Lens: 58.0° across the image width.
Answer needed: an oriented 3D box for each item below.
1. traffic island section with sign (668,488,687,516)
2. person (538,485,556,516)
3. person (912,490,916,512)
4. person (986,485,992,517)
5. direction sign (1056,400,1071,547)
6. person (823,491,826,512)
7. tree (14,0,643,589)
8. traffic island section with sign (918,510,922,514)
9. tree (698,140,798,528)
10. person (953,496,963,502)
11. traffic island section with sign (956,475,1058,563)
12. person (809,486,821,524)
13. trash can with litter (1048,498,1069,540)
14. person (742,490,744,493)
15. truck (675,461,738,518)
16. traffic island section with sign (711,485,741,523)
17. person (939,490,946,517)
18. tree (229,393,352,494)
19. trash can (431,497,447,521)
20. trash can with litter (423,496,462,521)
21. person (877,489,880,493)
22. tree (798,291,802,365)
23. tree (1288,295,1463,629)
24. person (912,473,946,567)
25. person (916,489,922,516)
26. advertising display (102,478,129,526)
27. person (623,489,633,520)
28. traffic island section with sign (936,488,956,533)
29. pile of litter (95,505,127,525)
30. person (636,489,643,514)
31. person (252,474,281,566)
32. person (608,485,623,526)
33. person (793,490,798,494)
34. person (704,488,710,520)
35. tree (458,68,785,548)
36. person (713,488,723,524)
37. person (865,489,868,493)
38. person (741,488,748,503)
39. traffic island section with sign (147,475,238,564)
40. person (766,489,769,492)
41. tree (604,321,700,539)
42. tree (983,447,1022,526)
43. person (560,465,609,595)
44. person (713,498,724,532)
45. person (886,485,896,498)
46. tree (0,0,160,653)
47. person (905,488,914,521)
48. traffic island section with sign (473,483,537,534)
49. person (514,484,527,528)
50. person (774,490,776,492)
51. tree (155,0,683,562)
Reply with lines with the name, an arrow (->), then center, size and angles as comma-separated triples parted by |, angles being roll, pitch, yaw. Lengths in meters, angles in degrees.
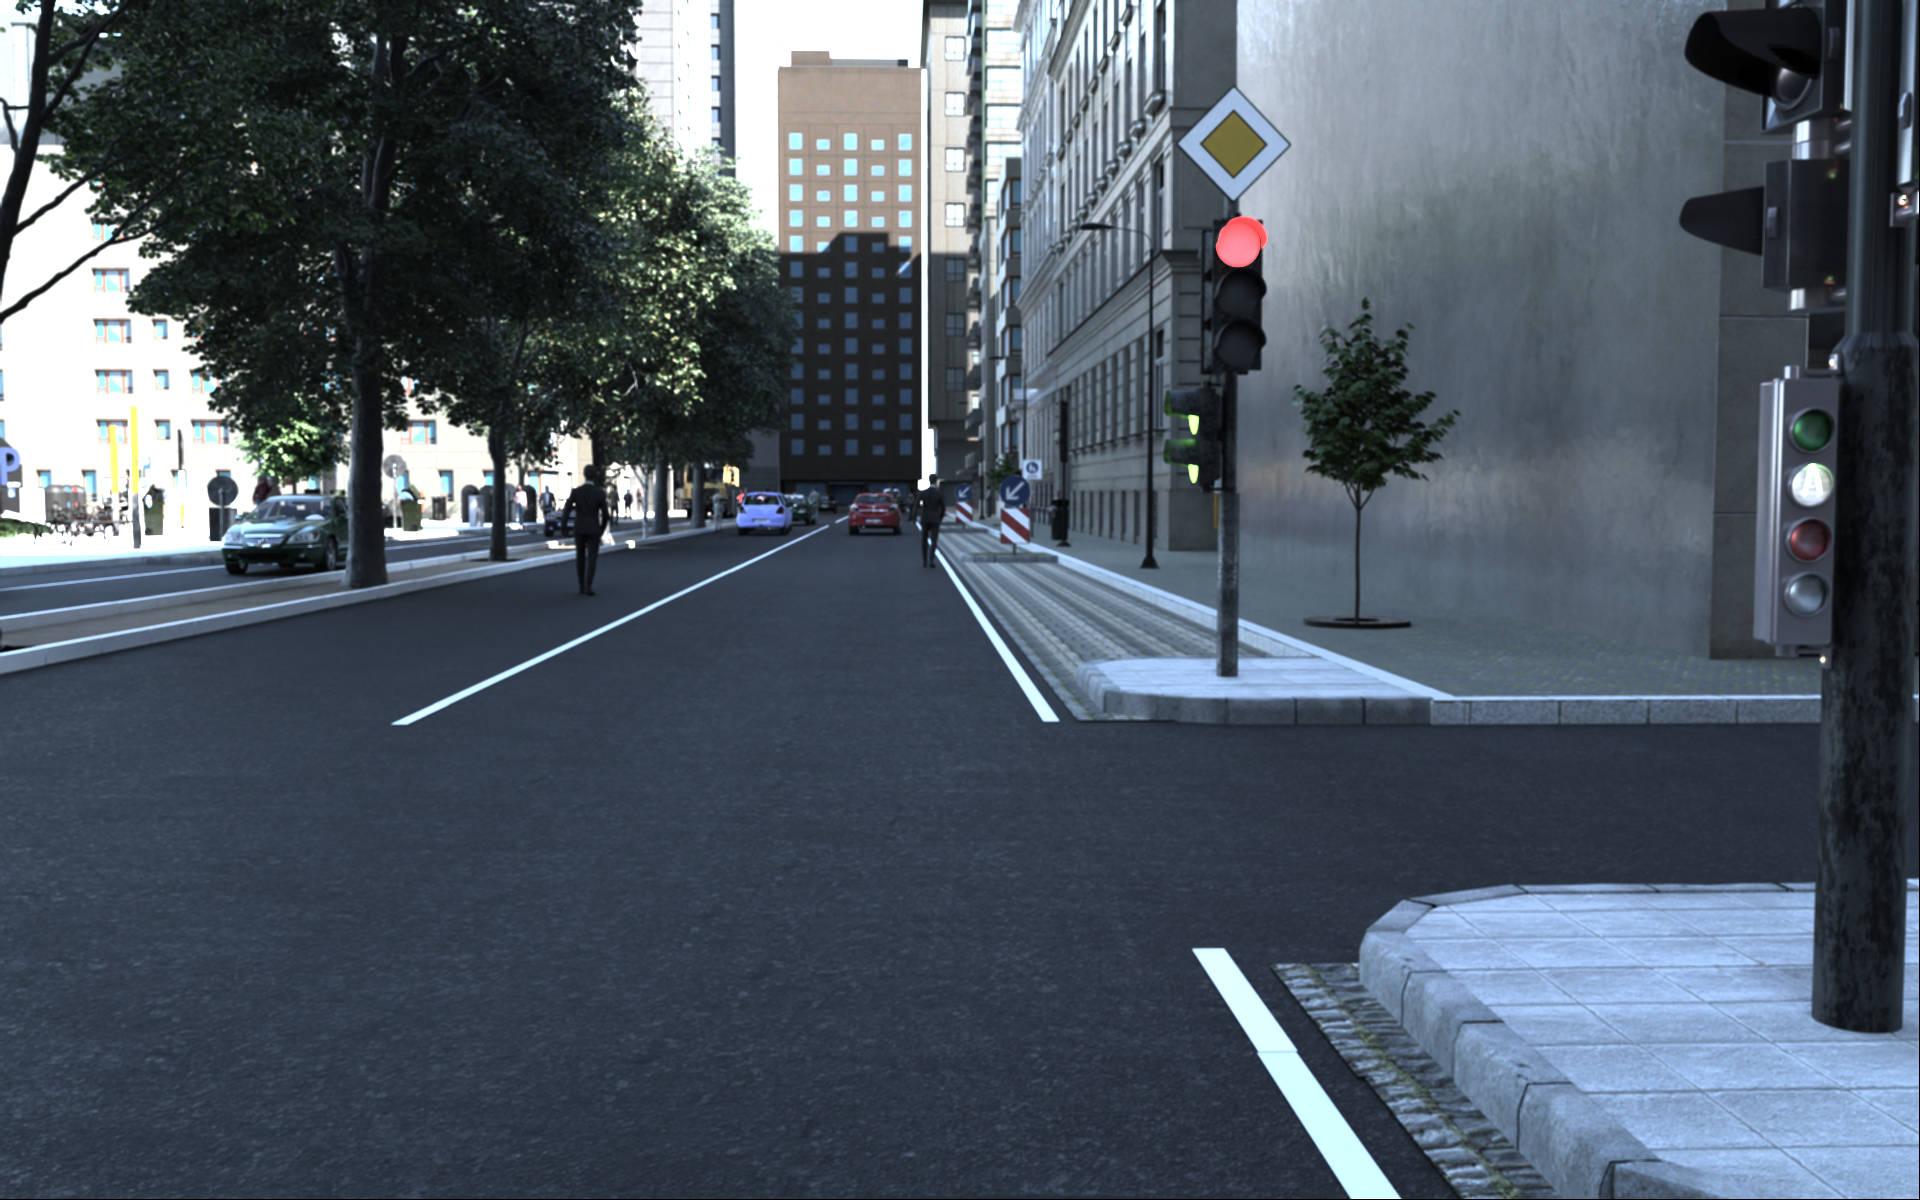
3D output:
traffic island section with sign -> -18.421, -6.445, 113.998 | 1.989, 1.847, 2.006 | 0, 4, -2
person -> -15.663, -3.482, 65.828 | 0.661, 1.777, 0.834 | -1, 4, -22
person -> -3.606, -7.773, 136.386 | 0.742, 1.727, 0.445 | -3, 5, -39
person -> 1.588, -5.539, 96.694 | 0.705, 1.814, 1.350 | 0, 4, 3
direction sign -> 2.541, -3.078, 42.328 | 0.379, 3.537, 0.876 | 1, 4, 13
person -> -10.893, -7.910, 138.740 | 0.541, 1.710, 0.530 | -3, 5, -43
tree -> -9.065, -7.151, 26.026 | 9.857, 13.997, 8.962 | 0, 3, 0
traffic island section with sign -> -1.784, -6.439, 113.906 | 1.989, 1.847, 2.006 | 0, 4, -2
tree -> -10.592, -9.277, 60.787 | 9.857, 13.997, 8.962 | 0, 3, 0
person -> 0.114, -7.080, 122.517 | 1.217, 1.736, 0.721 | -1, 4, -20
traffic island section with sign -> 1.007, -1.723, 36.801 | 1.989, 1.847, 2.006 | 0, 4, -2
person -> -7.104, -4.630, 84.399 | 0.606, 1.804, 0.583 | -2, 4, -28
trash can with litter -> 2.716, -2.278, 48.635 | 0.624, 1.170, 1.055 | 0, 4, -6
person -> -16.875, -7.627, 133.886 | 1.217, 1.739, 0.721 | 2, 4, 28
truck -> -15.026, -6.642, 104.514 | 3.469, 3.379, 9.791 | 0, 4, -3
traffic island section with sign -> -11.364, -4.798, 86.587 | 2.006, 1.907, 1.989 | 0, 4, -2
person -> -1.145, -6.146, 109.900 | 0.530, 1.710, 0.541 | 0, 4, -3
tree -> -19.077, -4.015, 49.359 | 4.285, 4.588, 4.351 | 0, 3, 0
trash can -> -24.411, -4.254, 81.200 | 0.748, 1.137, 0.748 | 0, 3, 0
trash can with litter -> -25.017, -4.412, 83.189 | 1.678, 1.210, 2.233 | -3, 5, -44
person -> -5.612, -6.787, 119.609 | 0.705, 1.807, 1.348 | 0, 4, -1
tree -> -10.907, -9.939, 71.609 | 9.857, 13.997, 8.962 | 0, 3, 0
tree -> 4.028, -1.363, 16.885 | 1.663, 3.219, 1.824 | 0, 3, 0
person -> -0.600, -1.581, 34.129 | 0.659, 1.850, 0.755 | 0, 4, 2
person -> -2.526, -6.239, 110.963 | 0.568, 1.767, 0.683 | 1, 4, 11
advertising display -> -34.077, -3.958, 69.925 | 0.974, 1.923, 0.123 | 0, 4, -7
person -> -18.484, -5.316, 96.337 | 0.541, 1.710, 0.530 | 0, 4, 1
traffic island section with sign -> 0.011, -3.412, 64.420 | 1.989, 1.847, 2.006 | 0, 4, -2
pile of litter -> -35.530, -3.562, 72.207 | 1.719, 0.858, 1.176 | 3, 4, 39
person -> -20.897, -6.480, 113.465 | 0.593, 1.643, 0.415 | -3, 4, -36
person -> -13.922, -1.614, 34.870 | 0.580, 1.828, 0.573 | 0, 4, -7
person -> -15.376, -4.207, 77.189 | 0.656, 1.842, 0.836 | -1, 4, -19
person -> -13.284, -7.953, 139.333 | 0.445, 1.727, 0.742 | 0, 4, 5
person -> -12.956, -4.891, 89.179 | 0.721, 1.735, 1.217 | 0, 4, -6
tree -> -9.660, -7.747, 46.131 | 9.611, 12.733, 9.660 | 0, 3, 0
person -> -11.557, -4.467, 82.547 | 0.512, 1.701, 0.522 | 0, 4, 1
person -> -8.040, -8.644, 149.456 | 1.348, 1.869, 0.705 | -2, 4, -30
person -> -11.818, -5.268, 95.177 | 0.434, 1.755, 0.990 | -1, 4, -8
traffic island section with sign -> -15.592, -1.687, 36.209 | 1.989, 1.847, 2.006 | 0, 4, -2
person -> -13.418, -6.859, 120.655 | 1.348, 1.822, 0.705 | -1, 4, -12
tree -> -9.750, -6.161, 53.559 | 4.360, 8.622, 3.978 | 0, 3, 0
tree -> 1.874, -4.622, 70.172 | 1.663, 3.219, 1.824 | 0, 3, 0
person -> -5.312, -1.001, 24.651 | 0.659, 1.850, 0.755 | 0, 4, -4
person -> -9.032, -3.179, 64.758 | 0.425, 1.301, 0.394 | -1, 4, -15
person -> -3.335, -4.501, 81.902 | 0.655, 1.846, 0.447 | -2, 4, -25
tree -> -8.743, -5.317, 15.144 | 9.928, 11.665, 9.643 | 0, 3, 0
person -> -2.704, -5.069, 92.106 | 0.721, 1.735, 1.217 | -1, 4, -20
traffic island section with sign -> -16.570, -3.341, 63.252 | 1.989, 1.847, 2.006 | 0, 4, -2
person -> -17.633, -3.722, 69.362 | 0.555, 1.821, 0.388 | -3, 5, -40
person -> -16.849, -9.121, 157.613 | 1.348, 1.826, 0.705 | -2, 4, -23
tree -> -9.691, -6.611, 36.305 | 9.928, 11.665, 9.643 | 0, 3, 0
